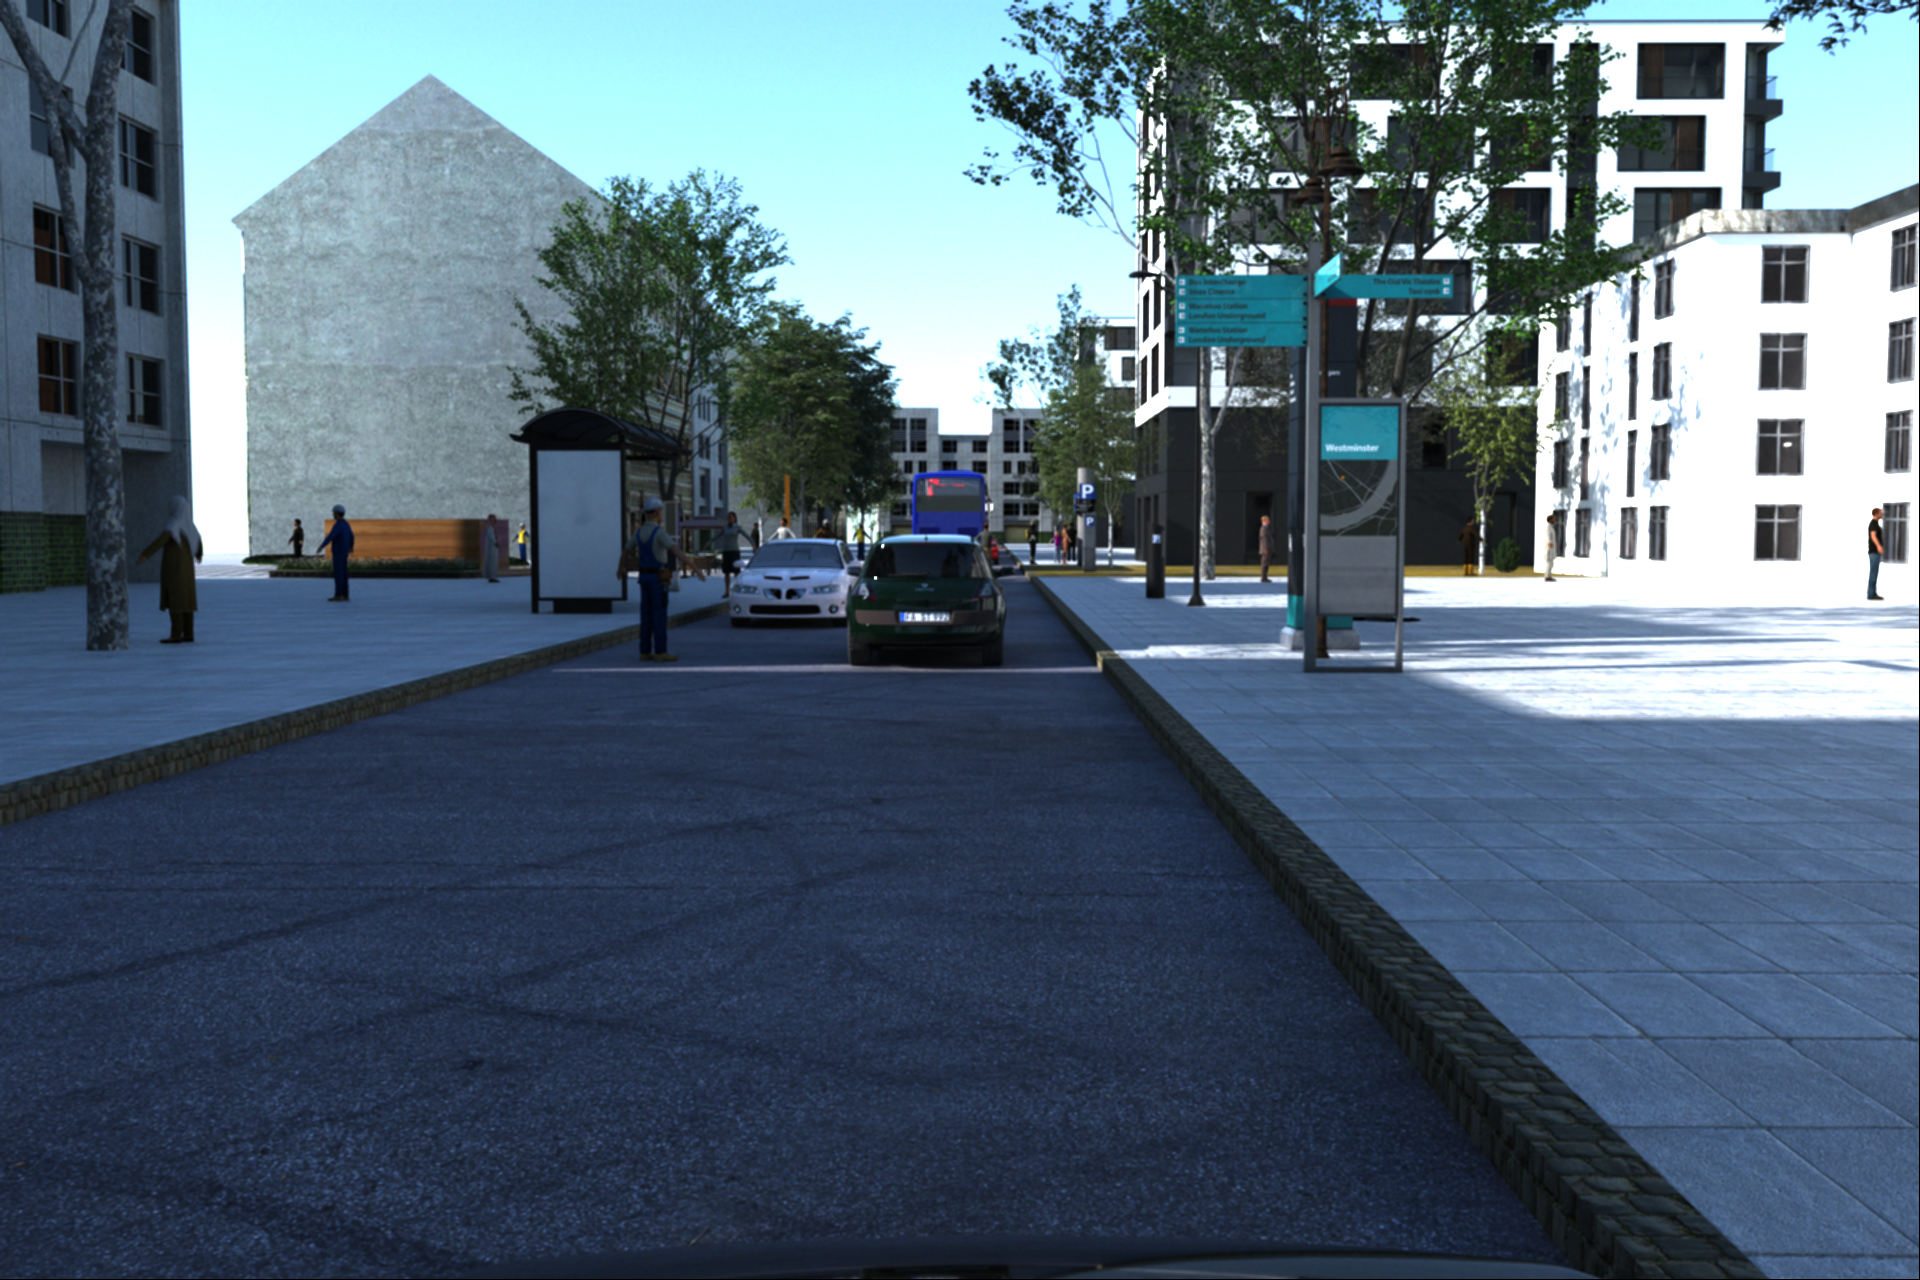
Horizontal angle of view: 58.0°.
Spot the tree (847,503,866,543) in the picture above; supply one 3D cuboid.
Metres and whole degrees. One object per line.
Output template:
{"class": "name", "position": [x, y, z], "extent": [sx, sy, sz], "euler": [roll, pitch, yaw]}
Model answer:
{"class": "tree", "position": [-14.768, -18.316, 249.831], "extent": [4.360, 8.622, 3.978], "euler": [0, 3, 0]}

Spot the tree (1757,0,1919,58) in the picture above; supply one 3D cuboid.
{"class": "tree", "position": [6.227, -4.453, 7.220], "extent": [8.767, 10.594, 7.601], "euler": [3, 5, 41]}

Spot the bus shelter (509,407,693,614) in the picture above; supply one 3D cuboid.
{"class": "bus shelter", "position": [-6.130, -2.228, 30.350], "extent": [2.014, 3.302, 5.546], "euler": [0, 4, 1]}

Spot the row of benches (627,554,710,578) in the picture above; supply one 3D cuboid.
{"class": "row of benches", "position": [-8.846, -2.254, 52.310], "extent": [1.422, 0.672, 4.104], "euler": [1, 4, 22]}

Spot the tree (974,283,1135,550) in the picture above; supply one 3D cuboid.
{"class": "tree", "position": [7.384, -16.978, 133.482], "extent": [12.611, 20.169, 13.585], "euler": [0, 3, 0]}

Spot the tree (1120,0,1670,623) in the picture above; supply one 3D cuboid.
{"class": "tree", "position": [6.107, -6.077, 25.120], "extent": [9.928, 11.665, 9.643], "euler": [0, 3, 0]}

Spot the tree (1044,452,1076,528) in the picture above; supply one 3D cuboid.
{"class": "tree", "position": [8.985, -11.931, 145.441], "extent": [4.737, 8.622, 4.395], "euler": [0, 3, 0]}

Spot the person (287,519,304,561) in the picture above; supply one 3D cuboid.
{"class": "person", "position": [-23.218, -3.331, 60.652], "extent": [0.705, 1.806, 1.347], "euler": [-3, 5, -39]}

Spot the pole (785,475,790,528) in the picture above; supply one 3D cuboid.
{"class": "pole", "position": [-5.980, -4.051, 60.083], "extent": [0.158, 3.312, 0.155], "euler": [0, 3, 0]}

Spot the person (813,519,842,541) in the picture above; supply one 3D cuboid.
{"class": "person", "position": [-5.194, -3.763, 67.297], "extent": [1.354, 1.858, 0.705], "euler": [-2, 4, -30]}

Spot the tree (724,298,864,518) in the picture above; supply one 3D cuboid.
{"class": "tree", "position": [-8.120, -10.132, 83.785], "extent": [7.486, 12.596, 7.792], "euler": [0, 3, 0]}

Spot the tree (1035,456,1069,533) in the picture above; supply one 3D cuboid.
{"class": "tree", "position": [8.198, -12.335, 152.039], "extent": [4.360, 8.622, 3.978], "euler": [0, 3, 0]}

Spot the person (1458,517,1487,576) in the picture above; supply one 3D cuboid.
{"class": "person", "position": [15.664, -2.875, 53.144], "extent": [0.704, 1.812, 1.346], "euler": [-1, 4, -21]}

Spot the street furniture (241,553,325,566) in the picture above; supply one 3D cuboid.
{"class": "street furniture", "position": [-24.617, -3.322, 69.933], "extent": [5.734, 0.657, 10.072], "euler": [-3, 5, -42]}

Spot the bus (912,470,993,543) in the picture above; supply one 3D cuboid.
{"class": "bus", "position": [-0.226, -4.529, 65.602], "extent": [2.896, 3.916, 12.251], "euler": [0, 4, 2]}

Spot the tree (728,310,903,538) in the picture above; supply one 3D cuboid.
{"class": "tree", "position": [-7.981, -11.702, 97.990], "extent": [9.857, 13.997, 8.962], "euler": [0, 3, 0]}

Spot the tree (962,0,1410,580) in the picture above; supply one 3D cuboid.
{"class": "tree", "position": [5.764, -11.686, 46.953], "extent": [12.611, 20.169, 13.585], "euler": [0, 3, 0]}

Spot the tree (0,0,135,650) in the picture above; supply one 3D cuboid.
{"class": "tree", "position": [-10.820, -9.991, 19.236], "extent": [12.611, 20.169, 13.585], "euler": [0, 3, 0]}

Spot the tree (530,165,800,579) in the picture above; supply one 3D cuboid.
{"class": "tree", "position": [-8.480, -7.594, 49.914], "extent": [9.928, 11.665, 9.643], "euler": [0, 3, 0]}

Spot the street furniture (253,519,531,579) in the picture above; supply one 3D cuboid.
{"class": "street furniture", "position": [-17.837, -2.837, 53.243], "extent": [9.812, 1.723, 11.010], "euler": [1, 4, 12]}

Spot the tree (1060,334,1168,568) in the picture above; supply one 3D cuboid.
{"class": "tree", "position": [5.428, -7.002, 64.852], "extent": [4.360, 8.622, 3.978], "euler": [0, 3, 0]}

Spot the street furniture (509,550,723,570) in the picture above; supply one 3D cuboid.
{"class": "street furniture", "position": [-13.343, -3.019, 64.989], "extent": [10.072, 0.657, 5.734], "euler": [1, 4, 8]}

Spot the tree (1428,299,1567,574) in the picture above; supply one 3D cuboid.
{"class": "tree", "position": [16.961, -6.416, 55.270], "extent": [4.737, 8.622, 4.395], "euler": [0, 3, 0]}

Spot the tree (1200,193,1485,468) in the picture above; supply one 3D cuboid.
{"class": "tree", "position": [13.968, -9.360, 63.400], "extent": [12.009, 13.543, 11.850], "euler": [0, 3, 0]}

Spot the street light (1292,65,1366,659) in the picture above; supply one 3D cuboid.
{"class": "street light", "position": [3.736, -2.749, 17.735], "extent": [0.468, 5.910, 1.993], "euler": [0, 4, 1]}

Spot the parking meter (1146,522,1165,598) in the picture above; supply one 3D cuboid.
{"class": "parking meter", "position": [3.917, -1.606, 34.675], "extent": [0.372, 1.533, 0.369], "euler": [0, 3, 0]}

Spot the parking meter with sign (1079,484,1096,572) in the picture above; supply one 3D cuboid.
{"class": "parking meter with sign", "position": [4.380, -3.837, 58.996], "extent": [0.543, 3.016, 1.738], "euler": [0, 4, 1]}

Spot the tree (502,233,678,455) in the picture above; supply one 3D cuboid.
{"class": "tree", "position": [-8.664, -5.588, 41.724], "extent": [4.737, 8.622, 4.395], "euler": [0, 3, 0]}

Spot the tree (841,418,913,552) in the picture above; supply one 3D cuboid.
{"class": "tree", "position": [-7.096, -11.464, 121.842], "extent": [8.767, 10.594, 7.601], "euler": [3, 5, 39]}

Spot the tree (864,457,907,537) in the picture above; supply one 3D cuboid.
{"class": "tree", "position": [-6.781, -12.390, 152.940], "extent": [4.737, 8.622, 4.395], "euler": [0, 3, 0]}

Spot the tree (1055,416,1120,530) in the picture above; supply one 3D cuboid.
{"class": "tree", "position": [7.380, -9.671, 108.482], "extent": [4.360, 8.622, 3.978], "euler": [0, 3, 0]}

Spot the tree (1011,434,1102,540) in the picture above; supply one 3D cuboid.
{"class": "tree", "position": [8.833, -13.693, 158.286], "extent": [8.767, 10.594, 7.601], "euler": [0, 4, 5]}

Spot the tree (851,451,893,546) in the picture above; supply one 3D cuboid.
{"class": "tree", "position": [-7.190, -11.653, 140.891], "extent": [4.360, 8.622, 3.978], "euler": [0, 3, 0]}

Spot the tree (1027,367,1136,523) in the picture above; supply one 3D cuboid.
{"class": "tree", "position": [8.354, -12.155, 116.858], "extent": [7.486, 12.596, 7.792], "euler": [0, 3, 0]}

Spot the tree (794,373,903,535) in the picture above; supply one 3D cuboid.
{"class": "tree", "position": [-7.737, -11.207, 108.989], "extent": [9.928, 11.665, 9.643], "euler": [0, 3, 0]}

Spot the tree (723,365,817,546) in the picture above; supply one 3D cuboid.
{"class": "tree", "position": [-8.750, -7.657, 75.558], "extent": [4.360, 8.622, 3.978], "euler": [0, 3, 0]}

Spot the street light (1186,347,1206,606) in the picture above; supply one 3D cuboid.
{"class": "street light", "position": [4.756, -3.555, 30.670], "extent": [1.470, 5.913, 1.316], "euler": [0, 4, 1]}
